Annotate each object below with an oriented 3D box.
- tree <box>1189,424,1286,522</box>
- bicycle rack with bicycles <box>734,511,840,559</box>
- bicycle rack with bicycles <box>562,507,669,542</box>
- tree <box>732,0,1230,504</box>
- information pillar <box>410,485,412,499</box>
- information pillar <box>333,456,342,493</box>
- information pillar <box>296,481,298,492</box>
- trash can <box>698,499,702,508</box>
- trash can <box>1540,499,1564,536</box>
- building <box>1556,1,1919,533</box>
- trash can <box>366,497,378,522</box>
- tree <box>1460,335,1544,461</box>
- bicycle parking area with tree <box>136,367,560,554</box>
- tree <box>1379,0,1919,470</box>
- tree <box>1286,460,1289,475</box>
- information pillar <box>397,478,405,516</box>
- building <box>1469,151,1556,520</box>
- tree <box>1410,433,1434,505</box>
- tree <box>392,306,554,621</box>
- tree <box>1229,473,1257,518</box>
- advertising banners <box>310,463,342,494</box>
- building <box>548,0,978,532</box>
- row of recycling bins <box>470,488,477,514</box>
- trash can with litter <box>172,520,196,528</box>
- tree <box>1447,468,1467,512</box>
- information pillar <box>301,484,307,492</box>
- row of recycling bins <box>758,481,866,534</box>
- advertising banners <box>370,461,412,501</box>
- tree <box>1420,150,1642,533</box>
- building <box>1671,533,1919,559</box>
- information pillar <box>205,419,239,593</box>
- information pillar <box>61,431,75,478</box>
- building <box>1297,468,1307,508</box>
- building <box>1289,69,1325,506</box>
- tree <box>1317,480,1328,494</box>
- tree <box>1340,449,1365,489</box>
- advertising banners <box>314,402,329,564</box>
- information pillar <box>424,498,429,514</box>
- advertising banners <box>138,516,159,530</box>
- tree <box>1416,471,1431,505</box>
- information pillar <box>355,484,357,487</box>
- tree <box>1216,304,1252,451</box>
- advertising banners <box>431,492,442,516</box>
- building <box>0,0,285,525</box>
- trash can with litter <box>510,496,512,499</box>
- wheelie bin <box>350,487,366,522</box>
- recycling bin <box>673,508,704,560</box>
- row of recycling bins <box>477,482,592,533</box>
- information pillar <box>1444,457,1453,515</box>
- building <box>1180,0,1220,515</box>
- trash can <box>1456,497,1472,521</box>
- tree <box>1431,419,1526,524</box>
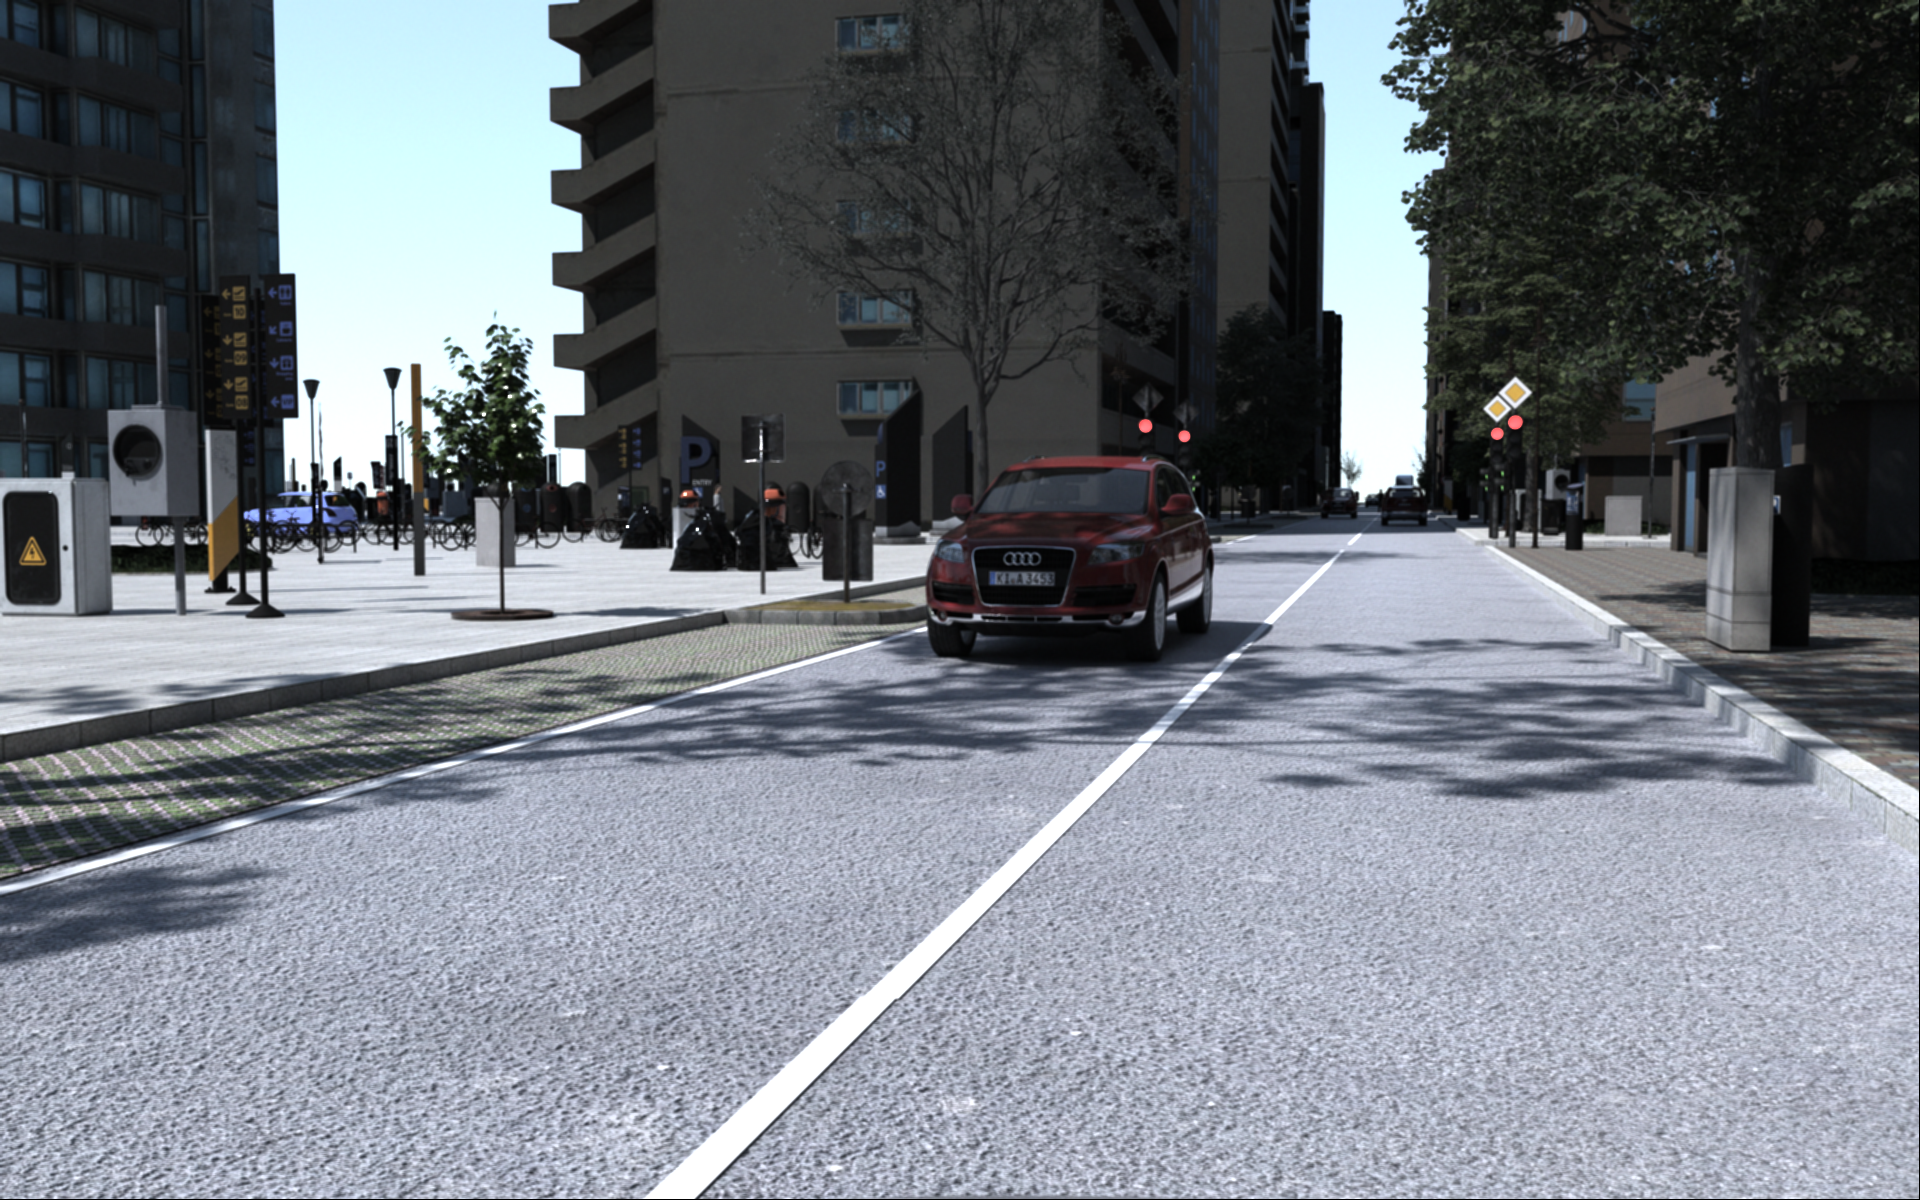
[{"bbox_3d":[12.120,-5.952,81.036,4.285,4.588,4.351,0,3,0],"label":"tree"},{"bbox_3d":[-3.214,-1.372,35.818,2.852,0.926,2.925,2,4,28],"label":"bicycle rack with bicycles"},{"bbox_3d":[-9.004,-2.054,46.958,2.925,0.926,2.852,0,4,7],"label":"bicycle rack with bicycles"},{"bbox_3d":[0.502,-7.695,36.176,12.009,13.543,11.850,0,3,0],"label":"tree"},{"bbox_3d":[-43.281,-8.052,136.147,0.304,2.012,0.304,1,4,15],"label":"information pillar"},{"bbox_3d":[-37.920,-6.989,105.627,0.504,3.616,0.183,0,4,-4],"label":"information pillar"},{"bbox_3d":[-37.898,-5.762,98.695,0.304,2.012,0.304,-2,4,-24],"label":"information pillar"},{"bbox_3d":[-8.649,-2.702,55.830,0.748,1.137,0.748,0,3,0],"label":"trash can"},{"bbox_3d":[18.271,-2.560,53.517,0.748,1.137,0.748,0,3,0],"label":"trash can"},{"bbox_3d":[31.441,-25.575,68.265,14.600,45.320,14.200,1,4,14],"label":"building"},{"bbox_3d":[-27.328,-4.225,80.732,0.748,1.137,0.748,0,3,0],"label":"trash can"},{"bbox_3d":[25.231,-8.004,81.233,4.737,8.622,4.395,0,3,0],"label":"tree"},{"bbox_3d":[-14.689,-3.324,41.356,9.016,4.147,8.231,-2,4,-27],"label":"bicycle parking area with tree"},{"bbox_3d":[8.987,-6.873,19.023,9.857,13.997,8.962,0,3,0],"label":"tree"},{"bbox_3d":[18.313,-7.449,105.497,4.285,4.588,4.351,0,3,0],"label":"tree"},{"bbox_3d":[-26.383,-4.723,81.719,0.304,2.012,0.304,1,4,23],"label":"information pillar"},{"bbox_3d":[43.189,-15.376,96.442,27.650,21.520,28.899,1,4,14],"label":"building"},{"bbox_3d":[55.017,-15.430,202.640,4.360,8.622,3.978,0,3,0],"label":"tree"},{"bbox_3d":[-4.743,-1.434,18.049,1.663,3.219,1.824,0,3,0],"label":"tree"},{"bbox_3d":[15.525,-6.138,94.959,1.663,3.219,1.824,0,3,0],"label":"tree"},{"bbox_3d":[-35.750,-6.228,98.014,0.090,3.025,2.074,3,5,45],"label":"advertising banners"},{"bbox_3d":[-3.259,-27.176,68.023,21.300,48.544,21.600,1,4,14],"label":"building"},{"bbox_3d":[-25.937,-5.367,94.858,1.069,1.692,3.534,0,4,1],"label":"row of recycling bins"},{"bbox_3d":[-29.286,-3.290,65.180,0.624,1.170,1.055,1,4,19],"label":"trash can with litter"},{"bbox_3d":[35.034,-7.858,123.078,1.663,3.219,1.824,0,3,0],"label":"tree"},{"bbox_3d":[-50.065,-7.812,132.214,0.304,2.012,0.304,0,4,-7],"label":"information pillar"},{"bbox_3d":[-4.838,-3.036,56.759,3.534,1.692,1.069,-1,4,-11],"label":"row of recycling bins"},{"bbox_3d":[-30.408,-5.897,92.601,2.074,3.025,0.090,-1,4,-21],"label":"advertising banners"},{"bbox_3d":[19.081,-8.528,57.568,7.486,12.596,7.792,0,3,0],"label":"tree"},{"bbox_3d":[20.934,-23.241,30.103,14.600,45.320,14.200,1,4,14],"label":"building"},{"bbox_3d":[-9.593,-1.906,22.510,0.183,3.616,0.504,2,4,25],"label":"information pillar"},{"bbox_3d":[-33.216,-4.478,64.568,0.504,3.616,0.183,0,4,4],"label":"information pillar"},{"bbox_3d":[24.024,-44.828,171.193,20.563,71.187,20.611,1,4,14],"label":"building"},{"bbox_3d":[32.045,-32.894,187.931,14.600,45.320,14.200,1,4,14],"label":"building"},{"bbox_3d":[41.348,-12.563,200.008,1.663,3.219,1.824,0,3,0],"label":"tree"},{"bbox_3d":[62.919,-20.103,279.046,4.360,8.622,3.978,0,3,0],"label":"tree"},{"bbox_3d":[-12.042,-2.227,32.605,0.090,3.025,2.074,-1,4,-18],"label":"advertising banners"},{"bbox_3d":[-34.731,-7.410,112.514,0.504,3.616,0.183,1,4,16],"label":"information pillar"},{"bbox_3d":[-28.949,-3.991,61.439,0.090,3.025,2.074,0,4,-1],"label":"advertising banners"},{"bbox_3d":[57.054,-13.875,210.571,4.285,4.588,4.351,0,3,0],"label":"tree"},{"bbox_3d":[-42.760,-7.254,123.099,0.304,2.012,0.304,-3,5,-41],"label":"information pillar"},{"bbox_3d":[20.199,-12.719,114.610,9.857,13.997,8.962,0,3,0],"label":"tree"},{"bbox_3d":[-30.252,-6.340,99.845,2.074,3.025,0.090,-3,5,-41],"label":"advertising banners"},{"bbox_3d":[-47.847,-27.951,76.606,30.456,49.044,23.786,1,4,14],"label":"building"},{"bbox_3d":[-29.514,-6.251,113.259,2.233,1.210,1.678,-1,4,-9],"label":"trash can with litter"},{"bbox_3d":[-27.507,-4.348,78.998,0.693,1.594,0.980,0,4,-5],"label":"wheelie bin"},{"bbox_3d":[-4.882,-1.180,31.845,0.722,1.027,0.722,-1,4,-16],"label":"recycling bin"},{"bbox_3d":[-14.049,-3.087,57.586,3.534,1.692,1.069,-2,4,-24],"label":"row of recycling bins"},{"bbox_3d":[29.454,-6.913,104.385,0.504,3.616,0.183,2,4,27],"label":"information pillar"},{"bbox_3d":[7.171,-27.480,99.414,14.600,45.320,14.200,1,4,14],"label":"building"},{"bbox_3d":[24.154,-4.366,83.038,0.748,1.137,0.748,0,3,0],"label":"trash can"},{"bbox_3d":[22.506,-5.509,73.788,4.285,4.588,4.351,0,3,0],"label":"tree"}]
